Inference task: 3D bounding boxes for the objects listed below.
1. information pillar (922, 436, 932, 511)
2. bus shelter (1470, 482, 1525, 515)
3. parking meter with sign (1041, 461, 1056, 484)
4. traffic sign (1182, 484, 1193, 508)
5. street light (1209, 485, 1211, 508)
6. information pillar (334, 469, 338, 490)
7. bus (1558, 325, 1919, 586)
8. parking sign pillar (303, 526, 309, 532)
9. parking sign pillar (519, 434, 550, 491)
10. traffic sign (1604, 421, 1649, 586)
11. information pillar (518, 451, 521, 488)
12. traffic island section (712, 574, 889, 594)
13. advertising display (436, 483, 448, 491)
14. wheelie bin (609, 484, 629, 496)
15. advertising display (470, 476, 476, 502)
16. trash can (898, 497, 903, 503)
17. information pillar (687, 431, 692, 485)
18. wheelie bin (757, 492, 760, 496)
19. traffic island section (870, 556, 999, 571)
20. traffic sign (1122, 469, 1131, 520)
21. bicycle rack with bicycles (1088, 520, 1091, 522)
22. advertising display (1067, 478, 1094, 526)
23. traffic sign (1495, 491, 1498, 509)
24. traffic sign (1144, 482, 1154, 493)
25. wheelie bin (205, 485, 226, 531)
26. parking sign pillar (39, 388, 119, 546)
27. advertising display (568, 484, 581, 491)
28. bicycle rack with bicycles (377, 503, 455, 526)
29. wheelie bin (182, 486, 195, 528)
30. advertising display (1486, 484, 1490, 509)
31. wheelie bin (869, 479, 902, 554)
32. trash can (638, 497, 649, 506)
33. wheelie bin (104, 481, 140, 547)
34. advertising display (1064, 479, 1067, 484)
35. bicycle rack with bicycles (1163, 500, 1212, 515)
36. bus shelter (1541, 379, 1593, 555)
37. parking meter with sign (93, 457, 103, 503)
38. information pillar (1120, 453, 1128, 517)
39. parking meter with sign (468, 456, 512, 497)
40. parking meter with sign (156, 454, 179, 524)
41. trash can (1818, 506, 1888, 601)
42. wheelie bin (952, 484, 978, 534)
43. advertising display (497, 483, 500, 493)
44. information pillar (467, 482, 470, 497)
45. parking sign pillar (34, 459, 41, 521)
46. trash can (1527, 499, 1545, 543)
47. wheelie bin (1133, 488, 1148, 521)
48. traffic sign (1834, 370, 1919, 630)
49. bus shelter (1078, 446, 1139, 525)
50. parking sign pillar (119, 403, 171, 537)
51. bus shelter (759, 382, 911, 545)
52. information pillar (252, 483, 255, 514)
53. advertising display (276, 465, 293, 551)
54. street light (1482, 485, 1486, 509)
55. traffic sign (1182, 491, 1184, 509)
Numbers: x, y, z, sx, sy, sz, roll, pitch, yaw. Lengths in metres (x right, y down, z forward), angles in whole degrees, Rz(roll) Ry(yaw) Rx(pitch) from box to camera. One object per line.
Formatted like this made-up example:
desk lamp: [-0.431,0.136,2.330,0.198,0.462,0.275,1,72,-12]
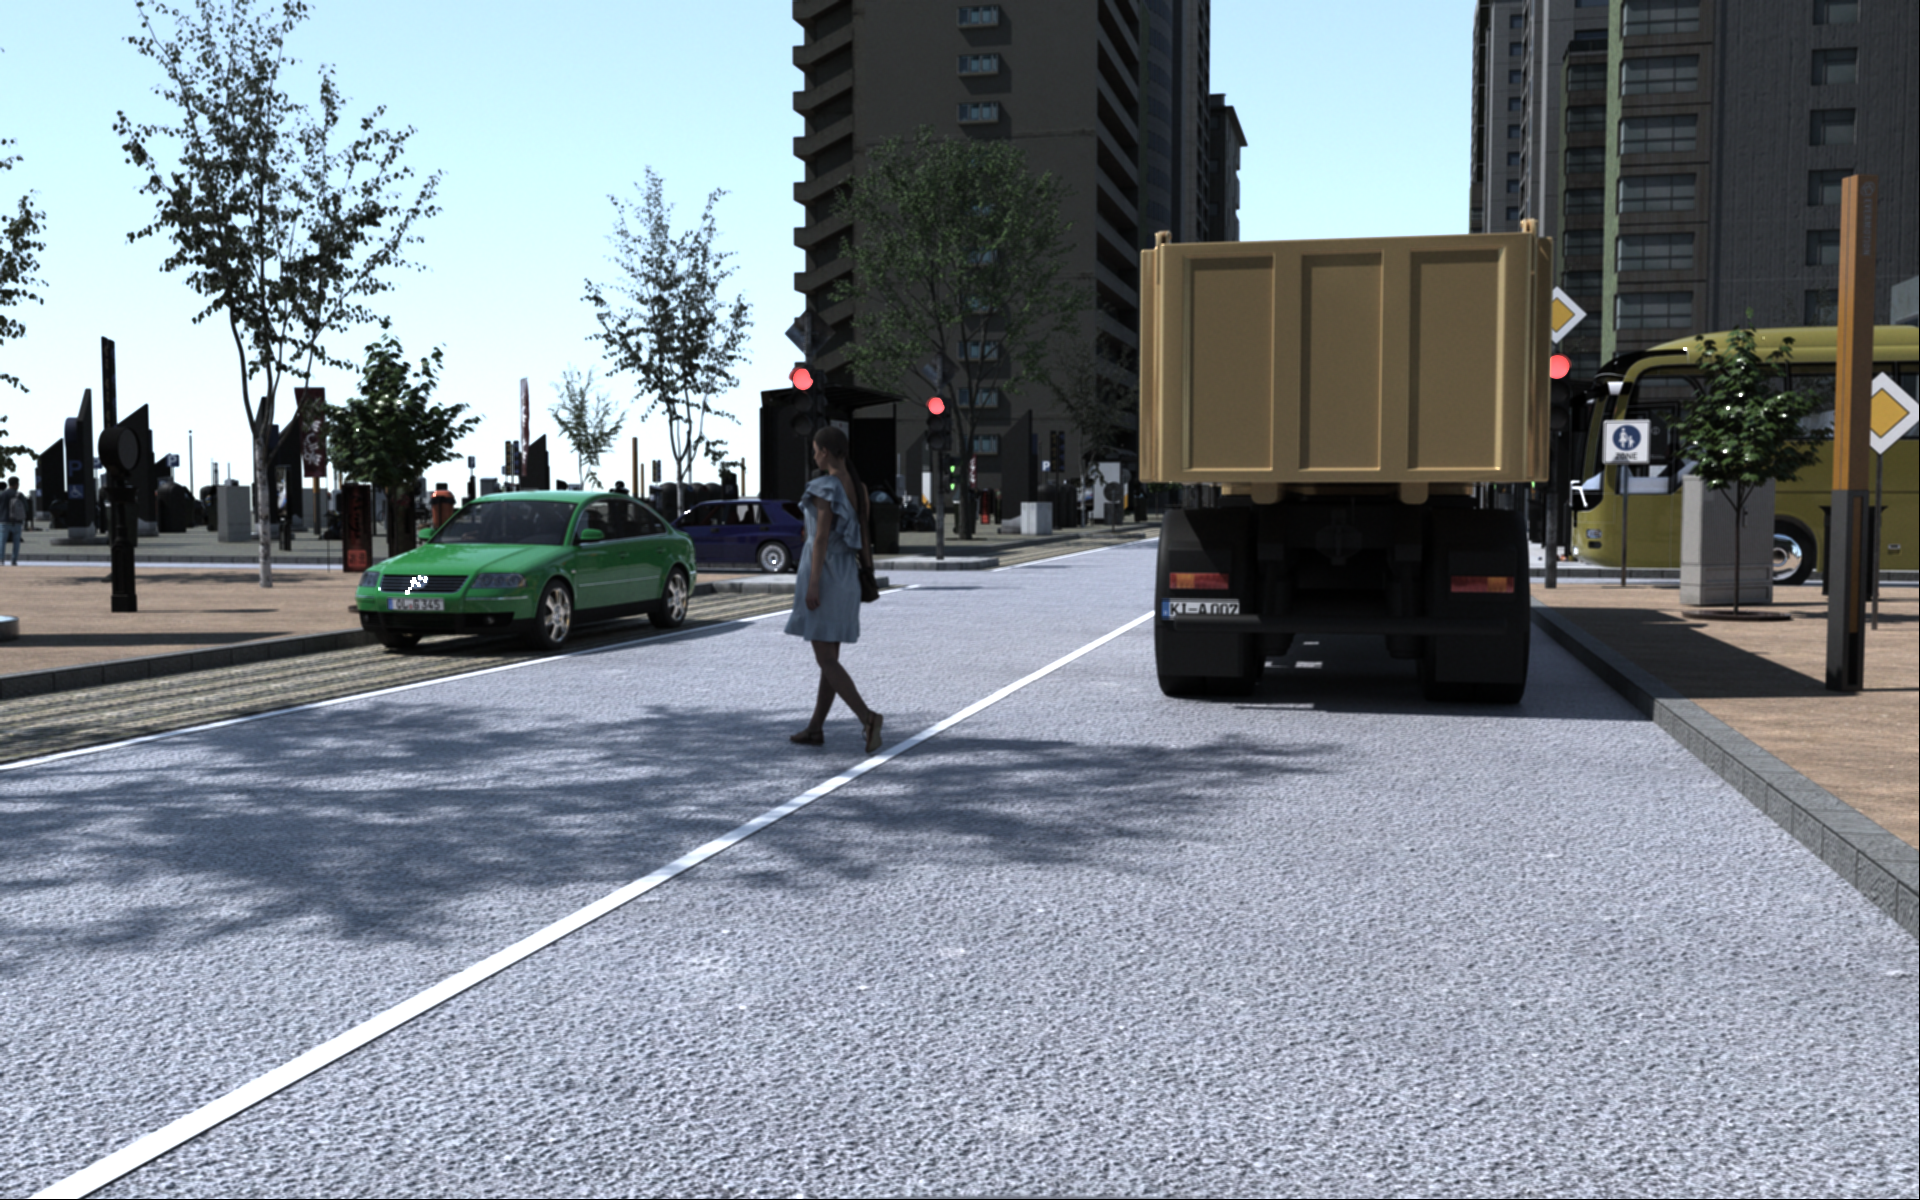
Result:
information pillar: [-1.245,-4.559,65.894,0.183,3.616,0.504,-3,5,-41]
bus shelter: [18.677,-4.062,60.332,2.014,3.302,5.546,1,4,13]
parking meter with sign: [4.866,-5.810,91.262,0.543,3.016,1.738,2,4,24]
traffic sign: [12.147,-5.532,92.580,0.606,2.300,0.079,1,4,20]
street light: [15.703,-8.320,108.827,0.468,5.910,1.993,1,4,14]
information pillar: [-37.241,-6.850,103.347,0.183,3.616,0.504,0,4,-5]
bus: [15.248,-2.074,25.460,12.252,3.916,2.896,1,4,12]
parking sign pillar: [-22.856,-4.288,58.585,1.447,3.967,1.447,1,4,14]
parking sign pillar: [-19.088,-5.460,77.735,1.447,3.967,1.447,1,4,16]
traffic sign: [9.235,-1.340,24.045,0.606,2.300,0.079,1,4,23]
information pillar: [-23.482,-6.216,92.983,0.504,3.616,0.183,0,4,8]
traffic island section: [-2.281,-0.232,26.073,2.009,0.180,2.903,1,4,14]
advertising display: [-30.131,-5.843,100.752,0.123,1.923,0.974,1,4,19]
wheelie bin: [-10.784,-2.867,54.778,0.693,1.594,0.980,-1,4,-12]
advertising display: [-17.064,-3.394,60.698,0.123,1.923,0.974,-1,4,-12]
trash can: [-2.709,-4.155,79.586,0.748,1.137,0.748,0,3,0]
information pillar: [-9.982,-4.433,63.836,0.183,3.616,0.504,-1,4,-19]
wheelie bin: [-7.438,-3.587,66.559,0.693,1.594,0.980,-2,4,-30]
traffic island section: [-0.408,-0.707,33.836,2.009,0.180,2.903,1,4,14]
traffic sign: [8.146,-5.278,86.393,0.768,2.556,0.104,1,4,19]
bicycle rack with bicycles: [4.700,-4.012,78.981,2.925,0.926,2.852,-1,4,-17]
advertising display: [4.947,-3.982,70.324,0.974,1.923,0.123,1,4,13]
traffic sign: [12.402,-2.449,40.039,0.884,2.594,0.081,2,4,23]
traffic sign: [8.840,-5.057,82.688,0.884,2.594,0.081,1,4,22]
wheelie bin: [-25.562,-3.177,59.856,0.693,1.594,0.980,1,4,20]
parking sign pillar: [-22.138,-3.370,43.572,1.447,3.967,1.447,-1,4,-17]
advertising display: [-24.741,-6.502,111.525,0.974,1.923,0.123,0,4,-2]
bicycle rack with bicycles: [-21.965,-3.523,70.976,2.925,0.926,2.852,2,4,25]
wheelie bin: [-29.430,-3.536,65.723,0.693,1.594,0.980,-2,4,-35]
advertising display: [14.719,-2.628,48.182,0.123,1.923,0.974,1,4,12]
wheelie bin: [-1.594,-1.783,37.059,0.693,1.594,0.980,0,4,-2]
trash can: [-13.169,-3.699,72.140,0.748,1.137,0.748,0,3,0]
wheelie bin: [-20.245,-2.077,41.873,0.693,1.594,0.980,-3,5,-43]
advertising display: [4.654,-4.323,75.900,0.123,1.923,0.974,0,4,-3]
bicycle rack with bicycles: [13.602,-5.651,105.774,2.925,0.926,2.852,3,5,40]
bus shelter: [13.540,-2.848,37.850,1.731,3.624,6.357,1,4,14]
parking meter with sign: [-40.713,-5.199,81.272,0.543,3.016,1.738,-1,4,-14]
information pillar: [9.342,-6.576,98.880,0.504,3.616,0.183,1,4,18]
parking meter with sign: [-21.613,-5.088,79.449,1.738,3.016,0.543,1,4,10]
parking meter with sign: [-34.575,-4.838,75.370,0.543,3.016,1.738,0,4,-2]
trash can: [10.738,-0.563,20.858,0.748,1.137,0.748,0,3,0]
wheelie bin: [0.170,-2.924,55.716,0.693,1.594,0.980,-2,4,-28]
advertising display: [-27.282,-5.918,101.977,0.123,1.923,0.974,0,4,5]
information pillar: [-29.484,-6.114,104.460,0.304,2.012,0.304,2,4,34]
parking sign pillar: [-43.295,-5.745,82.402,1.447,3.967,1.447,1,4,21]
trash can: [15.229,-2.064,45.399,0.748,1.137,0.748,0,3,0]
wheelie bin: [8.539,-4.528,81.941,0.693,1.594,0.980,0,4,-4]
traffic sign: [8.629,-0.923,16.280,0.795,2.450,0.064,1,4,21]
bus shelter: [6.595,-4.963,75.068,2.014,3.302,5.546,1,4,14]
parking sign pillar: [-24.801,-3.872,51.785,1.447,3.967,1.447,0,4,4]
bus shelter: [-2.744,-2.950,39.520,1.731,3.624,6.357,1,4,13]
information pillar: [-46.338,-6.687,113.829,0.304,2.012,0.304,0,4,-6]
advertising display: [-15.337,-2.086,39.313,0.123,1.923,0.974,-2,4,-34]
street light: [14.099,-4.505,46.449,0.468,5.910,1.993,1,4,14]
traffic sign: [13.342,-6.337,103.715,0.768,2.556,0.104,1,4,20]
